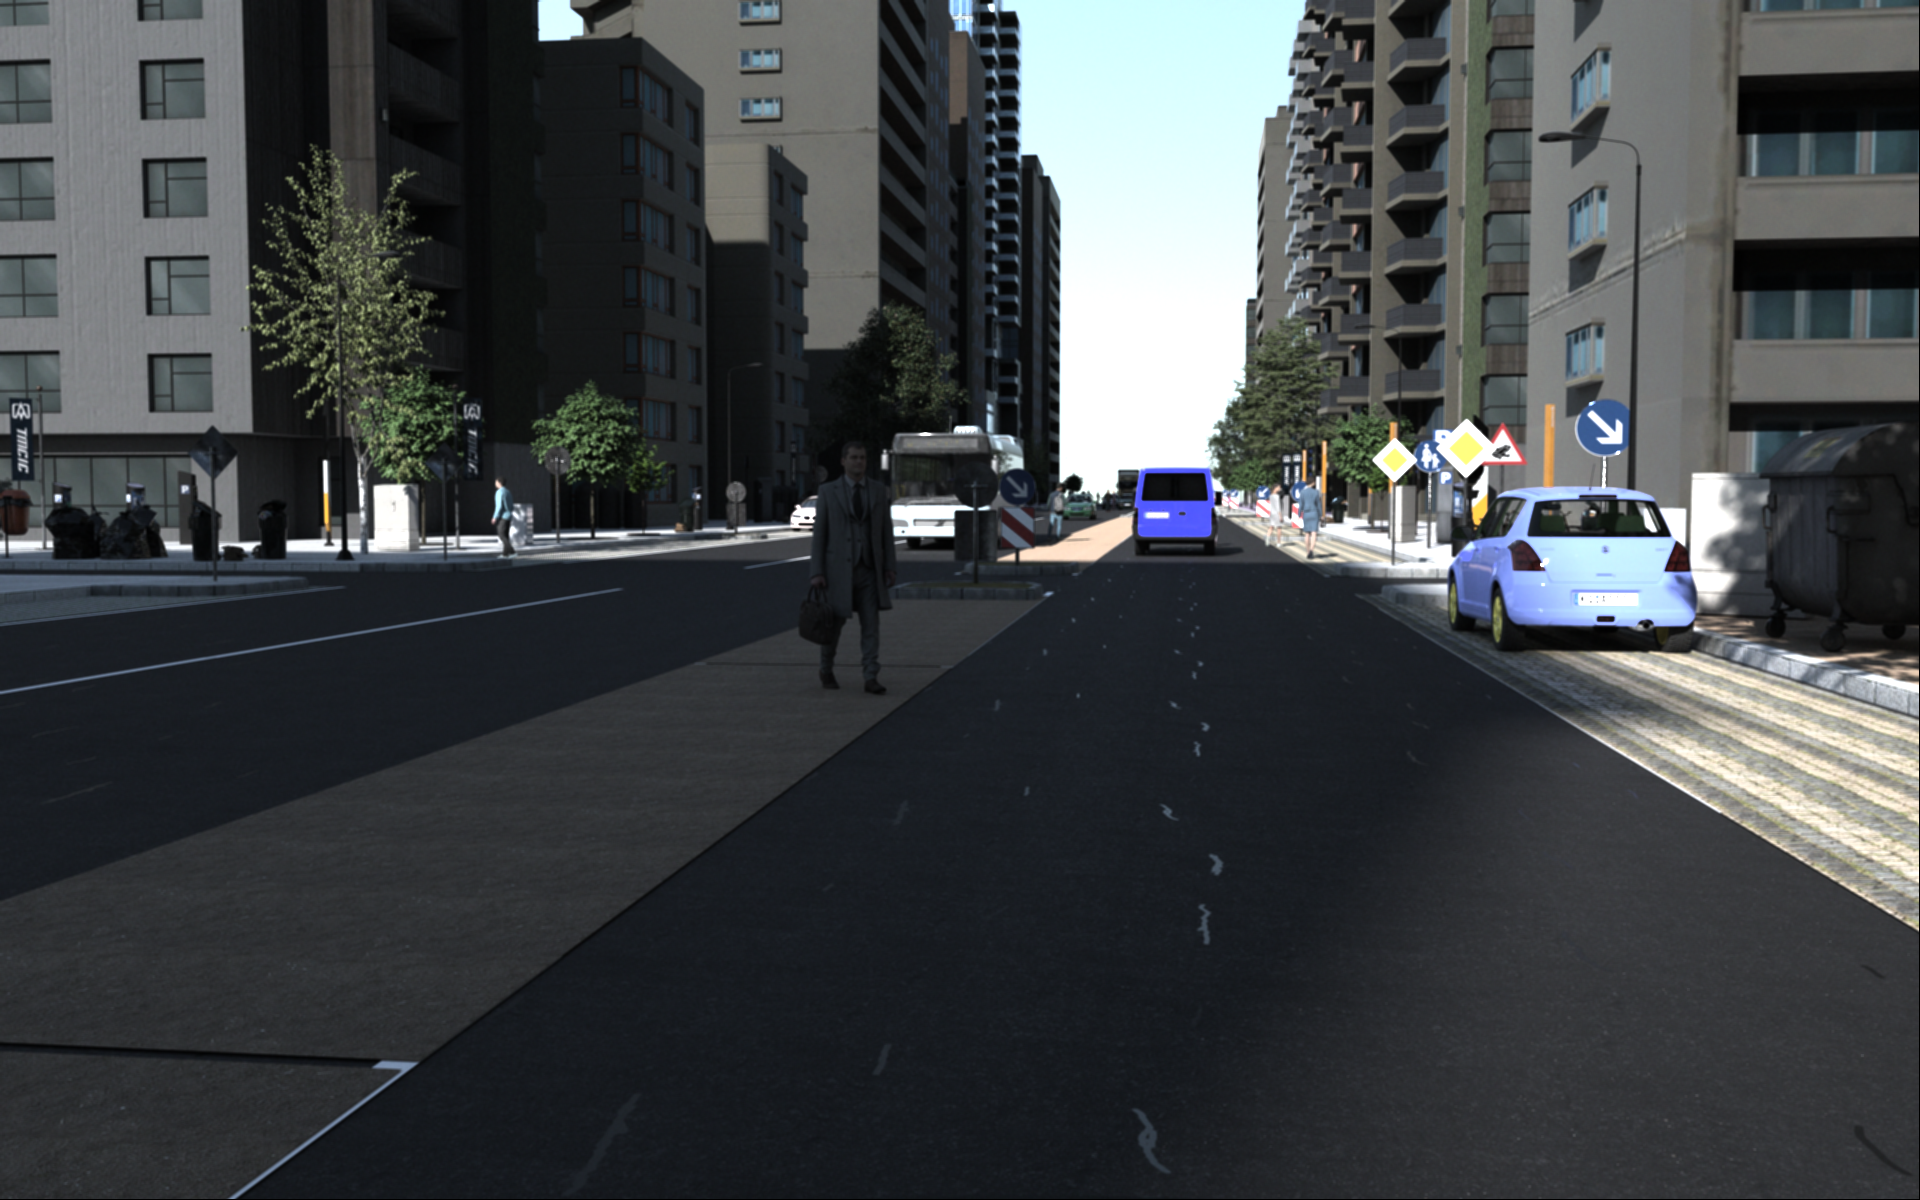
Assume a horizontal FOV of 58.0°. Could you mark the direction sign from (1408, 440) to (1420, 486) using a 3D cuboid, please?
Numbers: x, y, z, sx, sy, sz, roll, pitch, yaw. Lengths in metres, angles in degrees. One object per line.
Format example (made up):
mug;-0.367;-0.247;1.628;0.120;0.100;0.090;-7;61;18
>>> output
direction sign;19.075;-4.945;72.850;0.876;3.537;0.379;-3;5;-44

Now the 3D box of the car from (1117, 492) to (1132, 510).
car;15.225;-8.969;156.431;2.009;1.686;4.222;1;4;9

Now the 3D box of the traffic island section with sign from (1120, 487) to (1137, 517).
traffic island section with sign;10.857;-5.993;106.129;2.006;1.907;1.989;0;4;7

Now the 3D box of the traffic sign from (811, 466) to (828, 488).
traffic sign;-6.311;-4.737;77.563;0.768;2.556;0.104;1;4;9

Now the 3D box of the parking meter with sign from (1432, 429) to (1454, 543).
parking meter with sign;12.863;-3.044;46.027;0.543;3.016;1.738;1;4;12

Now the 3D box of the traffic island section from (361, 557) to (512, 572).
traffic island section;-9.945;-0.681;33.411;2.009;0.180;2.903;0;4;7

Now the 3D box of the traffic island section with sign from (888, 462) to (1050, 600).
traffic island section with sign;0.144;-0.987;24.279;2.006;1.907;1.989;0;4;7

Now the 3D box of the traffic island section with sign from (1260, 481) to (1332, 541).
traffic island section with sign;10.408;-2.746;53.527;1.989;1.847;2.006;0;4;7

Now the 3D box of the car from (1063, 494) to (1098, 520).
car;6.682;-5.224;97.209;2.131;1.459;4.920;0;4;7

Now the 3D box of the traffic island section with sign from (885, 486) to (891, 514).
traffic island section with sign;-3.564;-4.500;82.210;1.989;1.847;2.006;0;4;7

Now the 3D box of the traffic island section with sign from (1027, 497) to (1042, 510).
traffic island section with sign;6.485;-9.194;158.943;1.989;1.847;2.006;0;4;7

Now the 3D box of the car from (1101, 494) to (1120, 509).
car;14.613;-9.464;166.539;2.131;1.459;4.920;0;4;6

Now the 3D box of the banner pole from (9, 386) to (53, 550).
banner pole;-21.421;-3.053;39.927;0.863;3.779;0.401;-3;4;-39

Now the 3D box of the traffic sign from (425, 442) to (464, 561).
traffic sign;-9.921;-1.817;33.346;0.795;2.450;0.064;0;4;7

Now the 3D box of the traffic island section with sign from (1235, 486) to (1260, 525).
traffic island section with sign;13.903;-4.381;80.255;1.989;1.847;2.006;0;4;7

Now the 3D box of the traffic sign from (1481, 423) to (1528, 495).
traffic sign;9.907;-1.938;31.689;0.884;2.594;0.081;1;4;15

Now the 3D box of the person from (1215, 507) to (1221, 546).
person;6.951;-2.128;47.569;0.425;1.301;0.394;0;4;7

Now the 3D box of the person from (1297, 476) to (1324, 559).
person;7.662;-1.801;37.972;0.581;1.822;0.654;2;4;25

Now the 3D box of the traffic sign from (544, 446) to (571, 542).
traffic sign;-10.673;-2.802;45.926;0.768;2.556;0.104;1;4;13

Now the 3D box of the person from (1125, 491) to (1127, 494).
person;17.526;-10.591;182.215;0.434;1.755;0.990;-1;4;-10

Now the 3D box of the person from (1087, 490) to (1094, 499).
person;12.358;-9.671;166.759;1.348;1.807;0.705;-1;4;-19

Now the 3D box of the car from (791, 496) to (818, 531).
car;-5.270;-3.364;67.361;2.083;1.381;4.827;0;4;8

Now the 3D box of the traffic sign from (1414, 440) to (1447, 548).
traffic sign;11.062;-2.489;40.794;0.768;2.556;0.104;1;4;9

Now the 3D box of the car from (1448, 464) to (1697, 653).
car;5.843;-0.446;16.890;1.945;1.707;3.694;0;4;6

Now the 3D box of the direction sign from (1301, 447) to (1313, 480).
direction sign;16.682;-5.590;83.398;0.876;3.537;0.379;-3;5;-42

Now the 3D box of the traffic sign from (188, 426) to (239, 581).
traffic sign;-10.957;-1.332;25.429;0.795;2.450;0.064;0;4;7

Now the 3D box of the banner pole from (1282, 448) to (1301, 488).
banner pole;17.935;-6.377;94.283;0.863;3.779;0.401;0;4;-6

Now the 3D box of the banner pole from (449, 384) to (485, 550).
banner pole;-11.314;-3.039;39.698;0.863;3.779;0.401;-3;4;-36

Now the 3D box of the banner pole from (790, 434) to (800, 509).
banner pole;-6.843;-5.023;72.149;0.401;3.779;0.863;2;4;25

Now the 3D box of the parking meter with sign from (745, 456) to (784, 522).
parking meter with sign;-8.989;-5.100;79.649;1.738;3.016;0.543;-1;4;-15

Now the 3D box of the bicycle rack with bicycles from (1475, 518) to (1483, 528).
bicycle rack with bicycles;12.193;-1.450;37.091;2.925;0.926;2.852;-1;4;-10

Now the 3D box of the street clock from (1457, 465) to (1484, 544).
street clock;9.663;-1.728;32.825;0.471;2.002;0.358;1;4;10

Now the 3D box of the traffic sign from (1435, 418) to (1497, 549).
traffic sign;6.734;-1.190;23.101;0.795;2.450;0.064;0;4;7

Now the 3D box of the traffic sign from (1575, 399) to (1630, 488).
traffic sign;8.688;-1.423;23.375;0.768;2.556;0.104;1;4;14

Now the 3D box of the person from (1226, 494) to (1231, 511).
person;21.761;-7.820;139.586;0.991;1.433;0.599;-3;5;-42

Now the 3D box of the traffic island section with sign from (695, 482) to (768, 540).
traffic island section with sign;-7.165;-2.820;54.734;1.989;1.847;2.006;0;4;7

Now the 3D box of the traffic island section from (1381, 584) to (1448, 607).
traffic island section;6.758;-0.055;23.175;2.009;0.180;2.903;0;4;7

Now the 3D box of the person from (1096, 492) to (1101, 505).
person;18.235;-13.375;227.703;0.721;1.766;1.217;2;4;33

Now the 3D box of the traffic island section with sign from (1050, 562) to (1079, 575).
traffic island section with sign;1.115;-1.436;31.622;2.006;1.907;1.989;0;4;7

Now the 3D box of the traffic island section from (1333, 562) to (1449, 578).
traffic island section;7.794;-0.539;31.093;2.009;0.180;2.903;0;4;7

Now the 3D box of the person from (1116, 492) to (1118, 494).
person;20.971;-13.519;230.050;0.721;1.766;1.217;0;4;0

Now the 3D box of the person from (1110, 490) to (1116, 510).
person;13.533;-8.857;153.754;0.568;1.767;0.683;2;4;25

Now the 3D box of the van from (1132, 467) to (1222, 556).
van;5.235;-2.297;41.944;2.240;2.365;5.245;0;4;8

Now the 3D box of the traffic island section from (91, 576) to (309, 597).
traffic island section;-10.982;-0.196;25.493;2.009;0.180;2.903;0;4;7

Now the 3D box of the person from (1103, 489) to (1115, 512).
person;12.144;-8.148;141.735;1.348;1.821;0.705;-3;4;-36

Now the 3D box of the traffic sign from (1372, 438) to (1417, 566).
traffic sign;7.770;-1.674;31.019;0.795;2.450;0.064;0;4;7
